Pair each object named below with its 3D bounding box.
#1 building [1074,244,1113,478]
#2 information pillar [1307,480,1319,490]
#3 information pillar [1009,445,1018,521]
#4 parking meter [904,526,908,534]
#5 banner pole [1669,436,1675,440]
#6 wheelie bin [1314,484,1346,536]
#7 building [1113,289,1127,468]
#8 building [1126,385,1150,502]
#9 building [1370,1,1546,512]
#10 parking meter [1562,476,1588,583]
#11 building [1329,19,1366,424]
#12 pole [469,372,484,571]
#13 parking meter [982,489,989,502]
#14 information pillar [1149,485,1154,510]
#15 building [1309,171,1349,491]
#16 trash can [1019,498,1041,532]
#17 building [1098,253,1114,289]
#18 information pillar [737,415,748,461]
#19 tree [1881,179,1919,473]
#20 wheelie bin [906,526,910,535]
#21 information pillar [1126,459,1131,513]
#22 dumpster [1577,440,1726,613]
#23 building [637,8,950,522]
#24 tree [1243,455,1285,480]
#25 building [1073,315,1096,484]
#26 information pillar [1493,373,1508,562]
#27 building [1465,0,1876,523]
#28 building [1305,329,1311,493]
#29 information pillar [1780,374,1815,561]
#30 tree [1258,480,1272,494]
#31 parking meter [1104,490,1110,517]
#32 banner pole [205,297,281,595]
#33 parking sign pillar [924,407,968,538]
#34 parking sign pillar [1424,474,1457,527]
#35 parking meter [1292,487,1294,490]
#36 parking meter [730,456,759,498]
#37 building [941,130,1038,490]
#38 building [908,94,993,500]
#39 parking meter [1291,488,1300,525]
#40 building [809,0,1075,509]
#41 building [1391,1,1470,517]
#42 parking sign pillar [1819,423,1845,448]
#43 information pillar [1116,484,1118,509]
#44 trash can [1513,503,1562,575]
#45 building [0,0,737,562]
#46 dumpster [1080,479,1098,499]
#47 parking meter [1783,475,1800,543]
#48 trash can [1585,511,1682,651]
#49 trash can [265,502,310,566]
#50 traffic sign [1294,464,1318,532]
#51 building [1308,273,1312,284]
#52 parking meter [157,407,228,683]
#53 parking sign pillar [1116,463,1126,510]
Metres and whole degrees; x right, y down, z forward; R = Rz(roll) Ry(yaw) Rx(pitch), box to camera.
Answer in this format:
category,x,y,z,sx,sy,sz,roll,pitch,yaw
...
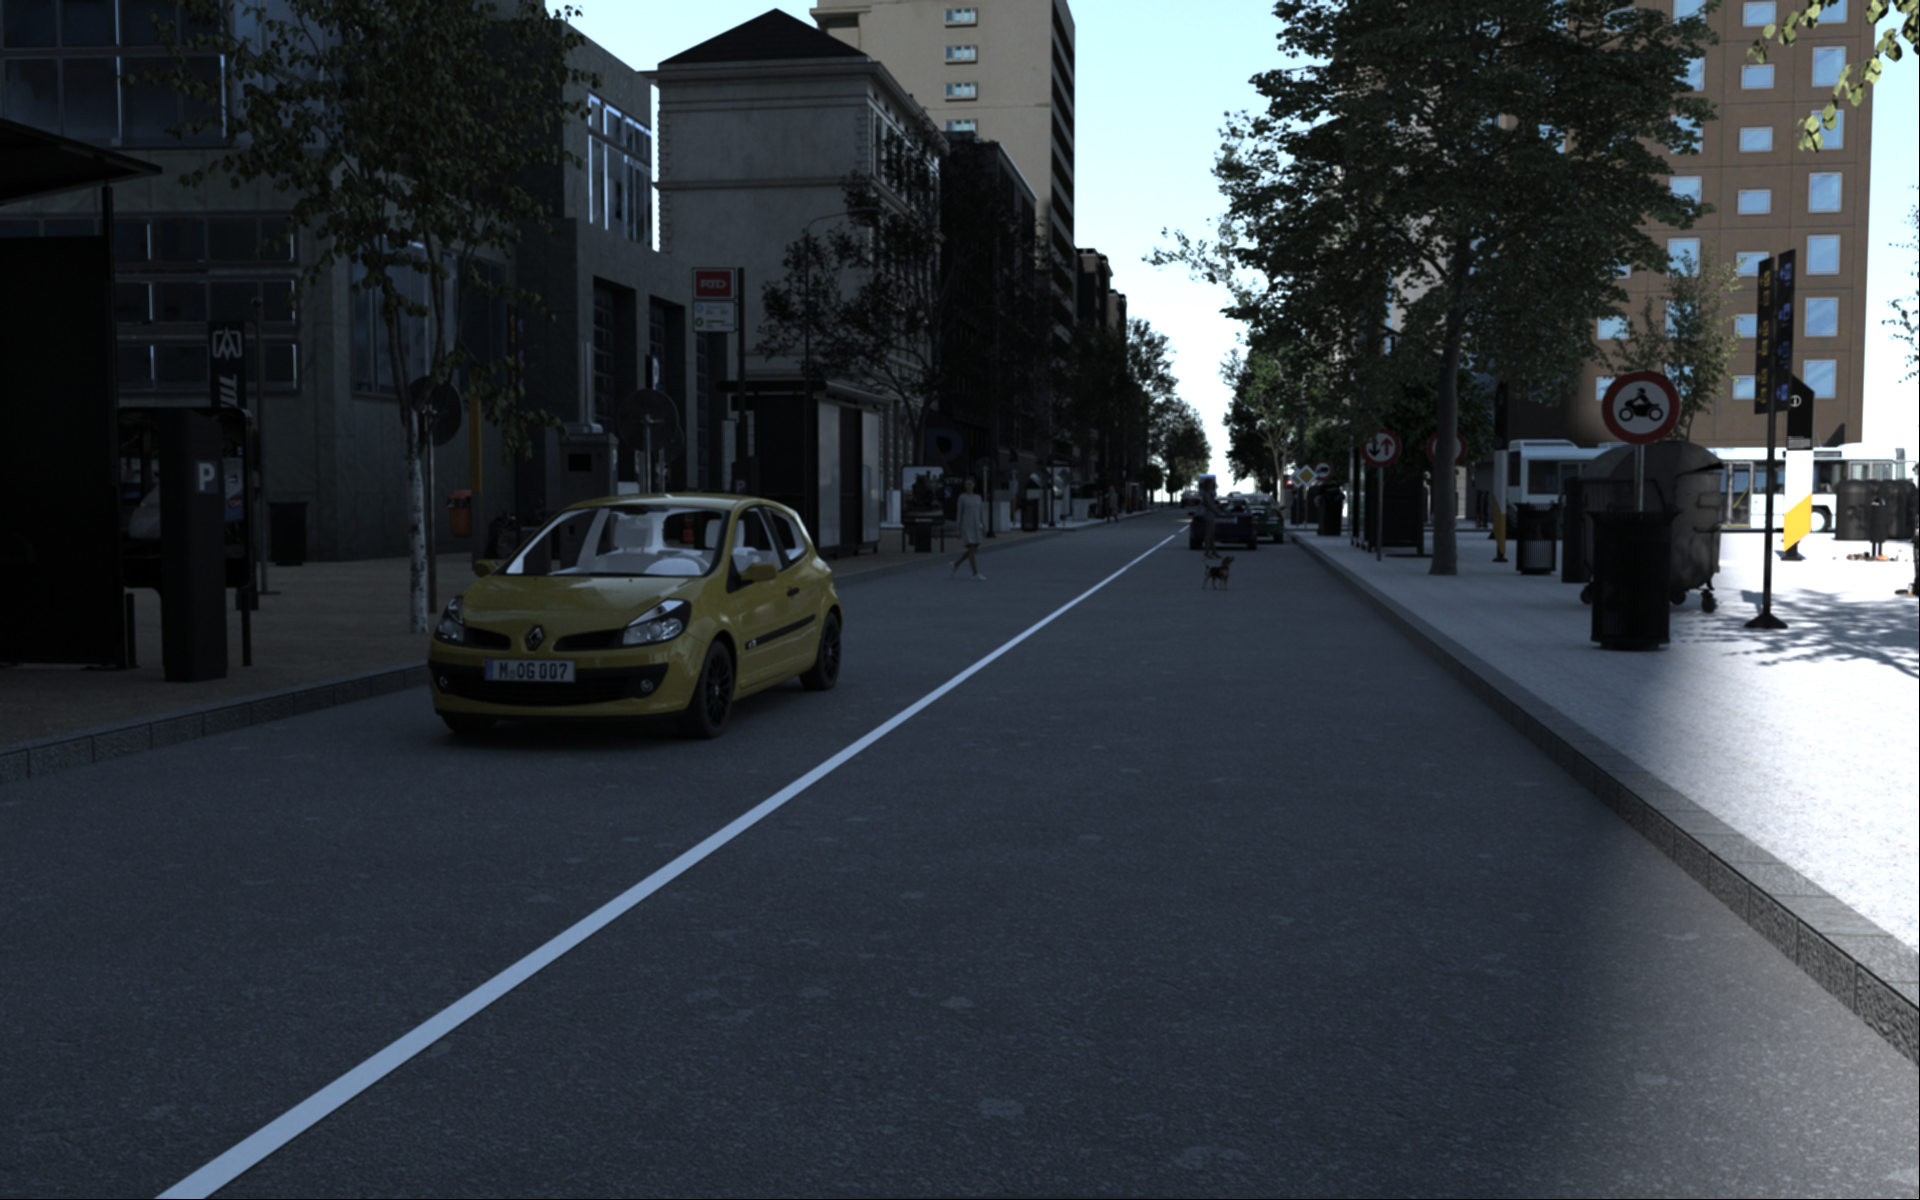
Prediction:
category,x,y,z,sx,sy,sz,roll,pitch,yaw
building,9.848,-26.312,201.905,14.160,30.474,14.107,1,4,9
information pillar,20.157,-6.541,98.306,0.504,3.616,0.183,3,4,38
information pillar,2.536,-5.537,81.878,0.183,3.616,0.504,-3,4,-38
parking meter,-1.624,-3.087,56.183,0.399,1.863,0.255,1,4,18
banner pole,26.963,-4.624,65.627,0.863,3.779,0.401,-3,5,-43
wheelie bin,11.436,-2.780,53.355,0.980,1.594,0.693,-1,4,-11
building,15.740,-28.704,241.007,14.160,30.474,14.107,1,4,9
building,16.795,-27.040,287.149,27.650,21.520,28.899,1,4,9
building,43.061,-30.880,155.005,14.600,45.320,14.200,1,4,9
parking meter,8.914,-1.018,25.049,0.372,1.533,0.369,0,3,0
building,55.283,-36.705,189.359,28.713,52.752,27.495,1,4,9
pole,-8.098,-2.150,29.002,0.158,3.312,0.155,0,3,0
parking meter,1.341,-5.070,91.301,0.372,1.533,0.369,0,3,0
information pillar,15.064,-8.047,136.057,0.304,2.012,0.304,1,4,21
building,62.780,-38.550,253.998,21.300,48.544,21.600,1,4,9
trash can,2.365,-2.874,58.649,0.748,1.137,0.748,0,3,0
building,9.883,-34.802,260.896,32.217,40.220,23.993,1,4,9
information pillar,-6.469,-3.659,51.178,0.504,3.616,0.183,2,4,24
tree,22.390,-5.375,38.252,4.360,8.622,3.978,0,3,0
wheelie bin,-1.239,-2.810,53.846,0.693,1.594,0.980,2,4,31
information pillar,11.116,-7.512,114.170,0.183,3.616,0.504,3,5,44
dumpster,7.714,-0.833,19.371,1.264,1.857,1.865,1,4,9
building,-7.342,-15.760,86.554,11.050,23.489,19.941,1,4,9
tree,41.600,-18.612,238.723,8.767,10.594,7.601,-3,5,-42
building,-0.654,-20.602,181.877,27.650,21.520,28.899,1,4,9
information pillar,10.225,-2.532,32.753,0.183,3.616,0.504,0,4,-2
building,30.751,-26.118,77.139,14.200,45.320,14.600,1,4,9
building,61.336,-30.665,273.078,14.160,30.474,14.107,1,4,9
information pillar,16.040,-2.555,33.123,0.183,3.616,0.504,-3,5,-44
tree,40.193,-14.154,226.014,1.663,3.219,1.824,0,3,0
parking meter,8.075,-5.334,95.621,0.372,1.533,0.369,0,3,0
banner pole,-9.148,-1.961,22.082,0.863,3.779,0.401,0,4,-1
parking sign pillar,-0.418,-3.844,51.323,1.447,3.967,1.447,0,4,3
parking sign pillar,18.606,-4.825,67.365,1.447,3.967,1.447,0,4,6
parking meter,22.822,-6.860,117.876,0.399,1.863,0.255,-1,4,-15
parking meter,-3.351,-1.300,26.971,0.399,1.863,0.255,2,4,28
building,-2.787,-20.245,124.508,14.314,27.812,24.014,1,4,9
building,-5.201,-16.832,104.889,12.332,23.373,15.834,1,4,9
parking meter,14.085,-3.935,72.748,0.372,1.533,0.369,0,3,0
building,-1.399,-32.459,154.409,21.300,48.544,21.600,1,4,9
building,38.165,-34.668,108.827,21.231,58.520,28.212,1,4,9
parking sign pillar,33.076,-4.734,65.869,1.447,3.967,1.447,-3,4,-37
information pillar,9.964,-6.493,110.656,0.304,2.012,0.304,0,4,4
trash can,9.181,-0.974,27.580,0.748,1.137,0.748,0,3,0
building,-23.923,-44.627,42.331,31.000,86.520,22.319,1,4,9
dumpster,8.427,-6.611,110.575,1.502,2.255,1.985,1,4,9
parking meter,21.847,-2.431,45.458,0.255,1.863,0.399,-1,4,-14
trash can,5.554,-0.164,14.328,0.748,1.137,0.748,0,3,0
trash can,-12.005,-1.181,30.956,0.748,1.137,0.748,0,3,0
traffic sign,11.552,-3.313,57.811,0.795,2.450,0.064,1,4,9
building,64.384,-36.901,286.930,14.154,41.232,14.086,1,4,9
parking meter,-5.278,-0.381,11.934,0.255,1.863,0.399,1,4,16
parking sign pillar,12.941,-9.160,138.245,1.447,3.967,1.447,0,4,-3
